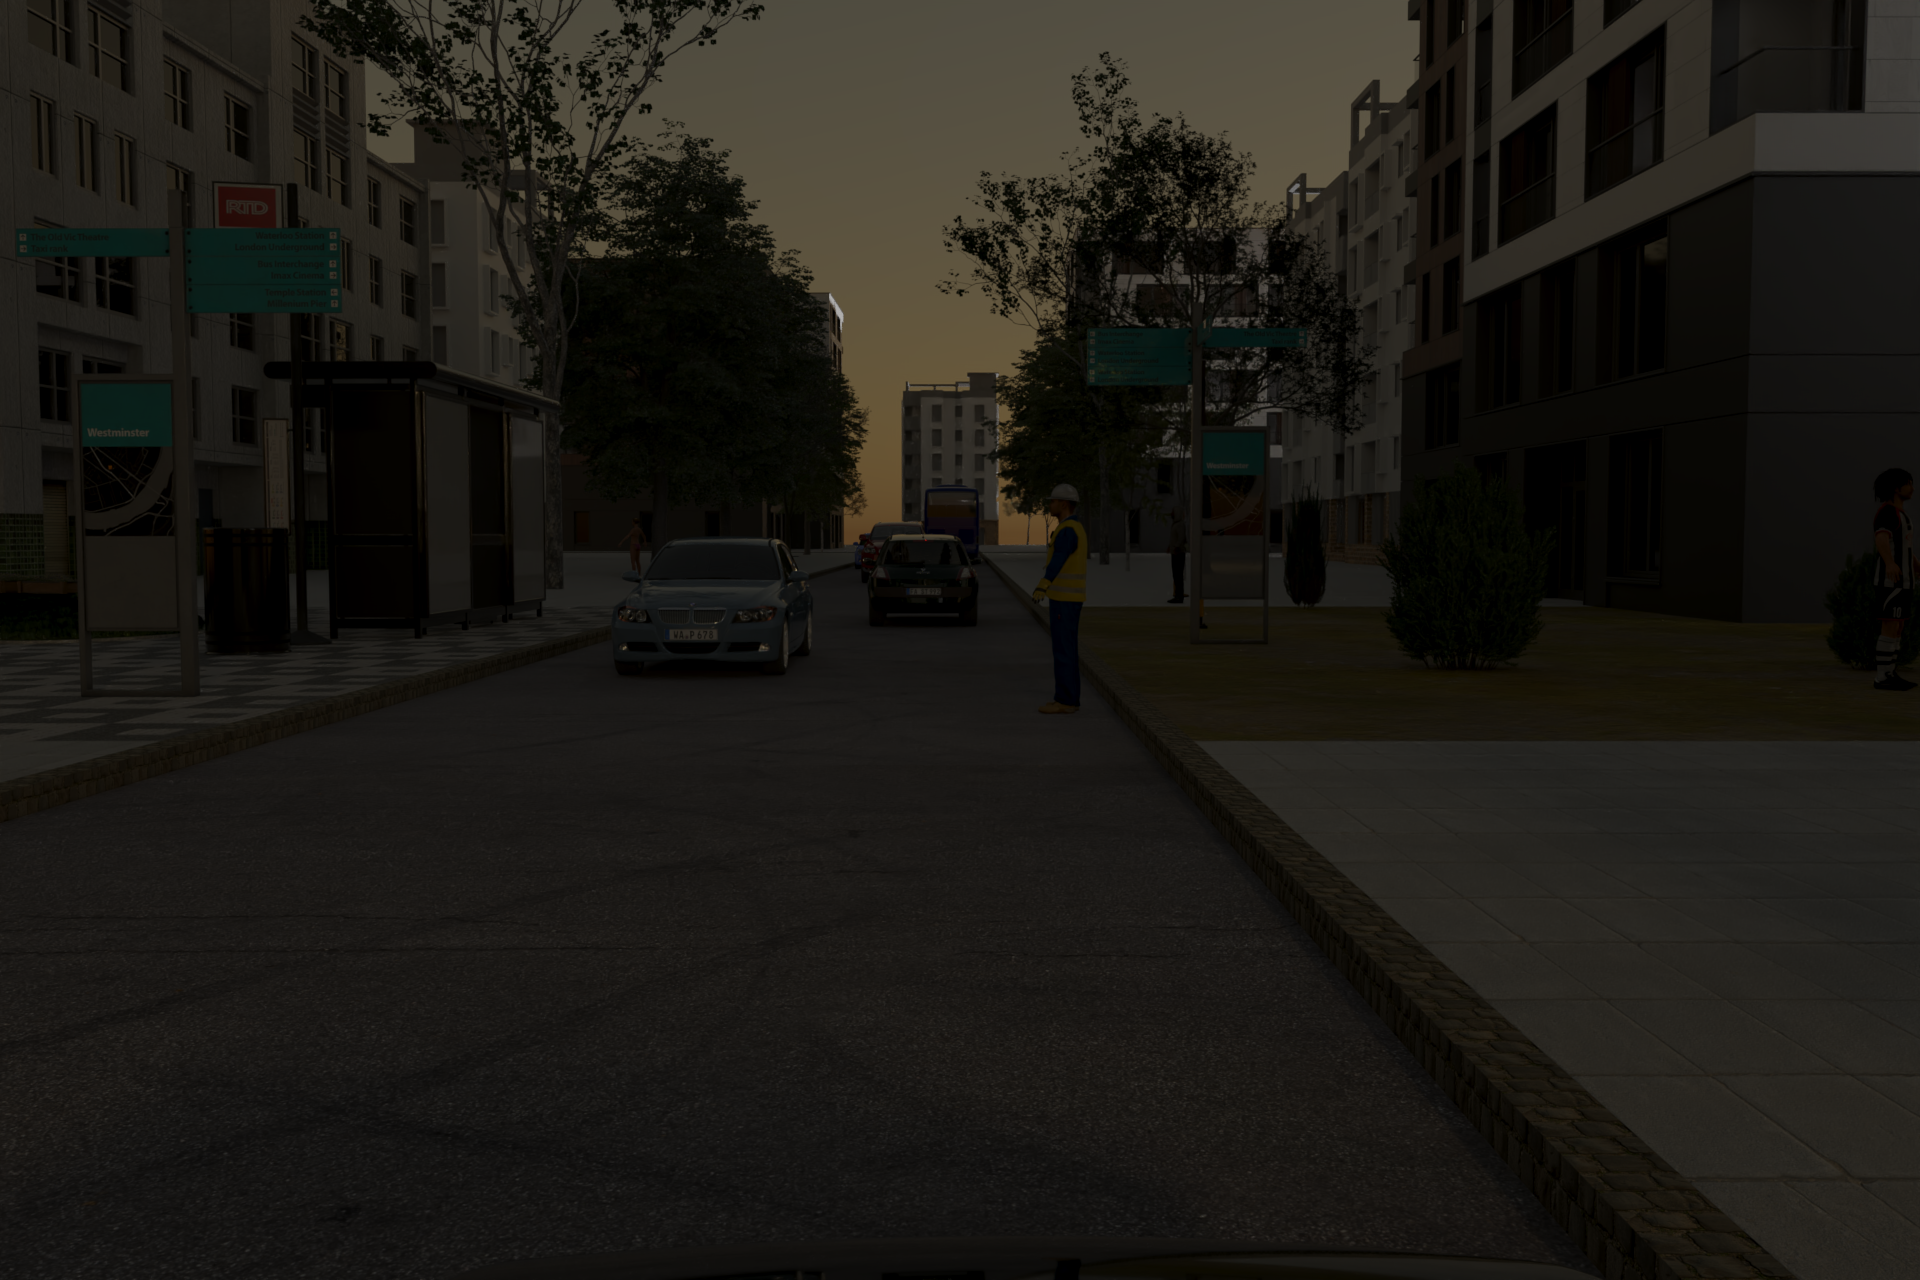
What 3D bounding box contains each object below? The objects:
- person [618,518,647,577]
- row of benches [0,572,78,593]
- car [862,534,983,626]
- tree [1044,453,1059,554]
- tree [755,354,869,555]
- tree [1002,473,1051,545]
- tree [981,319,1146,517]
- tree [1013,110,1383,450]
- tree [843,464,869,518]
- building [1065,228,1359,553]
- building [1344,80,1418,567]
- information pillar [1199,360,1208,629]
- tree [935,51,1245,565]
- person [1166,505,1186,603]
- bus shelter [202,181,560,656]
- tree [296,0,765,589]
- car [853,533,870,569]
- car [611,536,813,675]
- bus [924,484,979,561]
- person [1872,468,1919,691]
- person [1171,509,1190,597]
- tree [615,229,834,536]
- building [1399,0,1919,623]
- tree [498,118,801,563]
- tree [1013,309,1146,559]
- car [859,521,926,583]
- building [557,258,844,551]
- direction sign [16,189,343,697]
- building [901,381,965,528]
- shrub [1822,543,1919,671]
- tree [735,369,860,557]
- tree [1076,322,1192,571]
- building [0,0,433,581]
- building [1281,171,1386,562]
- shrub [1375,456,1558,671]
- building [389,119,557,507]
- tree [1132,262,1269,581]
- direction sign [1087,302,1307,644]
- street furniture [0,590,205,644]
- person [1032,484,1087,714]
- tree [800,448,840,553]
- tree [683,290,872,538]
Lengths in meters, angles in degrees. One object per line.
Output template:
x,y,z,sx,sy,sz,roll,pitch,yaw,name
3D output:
-9.138,-2.546,48.433,0.721,1.733,1.217,2,4,27,person
-15.518,-0.757,27.843,4.104,0.672,1.422,2,4,26,row of benches
-0.606,-1.133,28.310,2.009,1.686,4.222,0,4,-1,car
5.545,-9.899,112.207,4.360,8.622,3.978,0,3,0,tree
-9.337,-11.563,107.182,7.486,12.596,7.792,0,3,0,tree
8.421,-16.675,207.043,7.601,10.594,8.767,0,4,8,tree
6.024,-11.816,99.849,9.857,13.997,8.962,0,3,0,tree
5.647,-6.333,37.958,8.767,10.594,7.601,-2,4,-30,tree
-14.396,-16.727,207.890,7.601,10.594,8.767,0,4,-1,tree
21.799,-17.618,132.024,27.936,21.610,32.646,0,4,0,building
21.817,-13.286,73.653,16.016,20.090,11.380,0,4,0,building
3.254,-1.971,23.583,0.183,3.616,0.504,0,4,-1,information pillar
5.158,-13.160,71.054,12.611,20.169,13.585,0,3,0,tree
4.012,-1.591,32.149,0.705,1.813,1.348,0,4,0,person
-7.357,-2.743,22.479,2.179,5.291,8.768,0,4,1,bus shelter
-10.867,-11.219,39.328,12.611,20.169,13.585,0,3,0,tree
-3.452,-3.814,71.951,1.945,1.707,3.694,0,4,0,car
-2.626,-0.436,19.130,2.014,1.417,4.499,0,3,0,car
-0.412,-5.721,85.091,2.896,3.916,12.251,0,4,0,bus
7.747,-0.500,14.315,0.704,1.843,1.345,3,4,37,person
4.492,-1.782,35.276,0.704,1.812,1.346,0,4,-2,person
-9.922,-10.120,72.111,9.857,13.997,8.962,0,3,0,tree
25.098,-12.020,40.501,27.936,21.610,32.646,0,4,0,building
-9.612,-9.076,55.054,9.857,13.997,8.962,0,3,0,tree
6.157,-10.374,87.740,7.486,12.596,7.792,0,3,0,tree
-1.879,-2.679,52.479,2.281,1.827,5.304,0,4,0,car
-24.950,-18.392,144.692,27.936,21.610,32.646,0,4,1,building
-6.069,-1.551,14.117,2.525,3.948,1.411,0,4,1,direction sign
-6.649,-21.345,207.869,11.380,20.090,16.016,1,4,10,building
8.640,-0.317,16.302,1.383,1.207,1.383,0,3,0,shrub
-9.587,-10.488,97.235,9.928,11.665,9.643,0,3,0,tree
5.838,-6.666,59.345,4.737,8.622,4.395,0,3,0,tree
-29.847,-11.500,54.477,16.747,18.905,31.486,0,4,0,building
22.492,-14.415,92.110,16.016,20.090,11.380,0,4,0,building
4.785,-0.736,16.458,1.690,2.028,1.600,0,3,0,shrub
-26.616,-13.699,80.406,16.016,20.090,11.380,0,4,0,building
5.923,-5.940,47.480,4.360,8.622,3.978,0,3,0,tree
2.729,-1.883,19.542,2.525,3.948,1.411,0,4,1,direction sign
-13.188,-0.300,20.538,5.734,0.657,10.072,1,4,21,street furniture
0.813,-0.337,13.941,0.705,1.833,1.349,1,4,13,person
-9.061,-10.143,116.196,4.360,8.622,3.978,0,3,0,tree
-9.521,-10.755,86.217,12.009,13.543,11.850,0,3,0,tree
